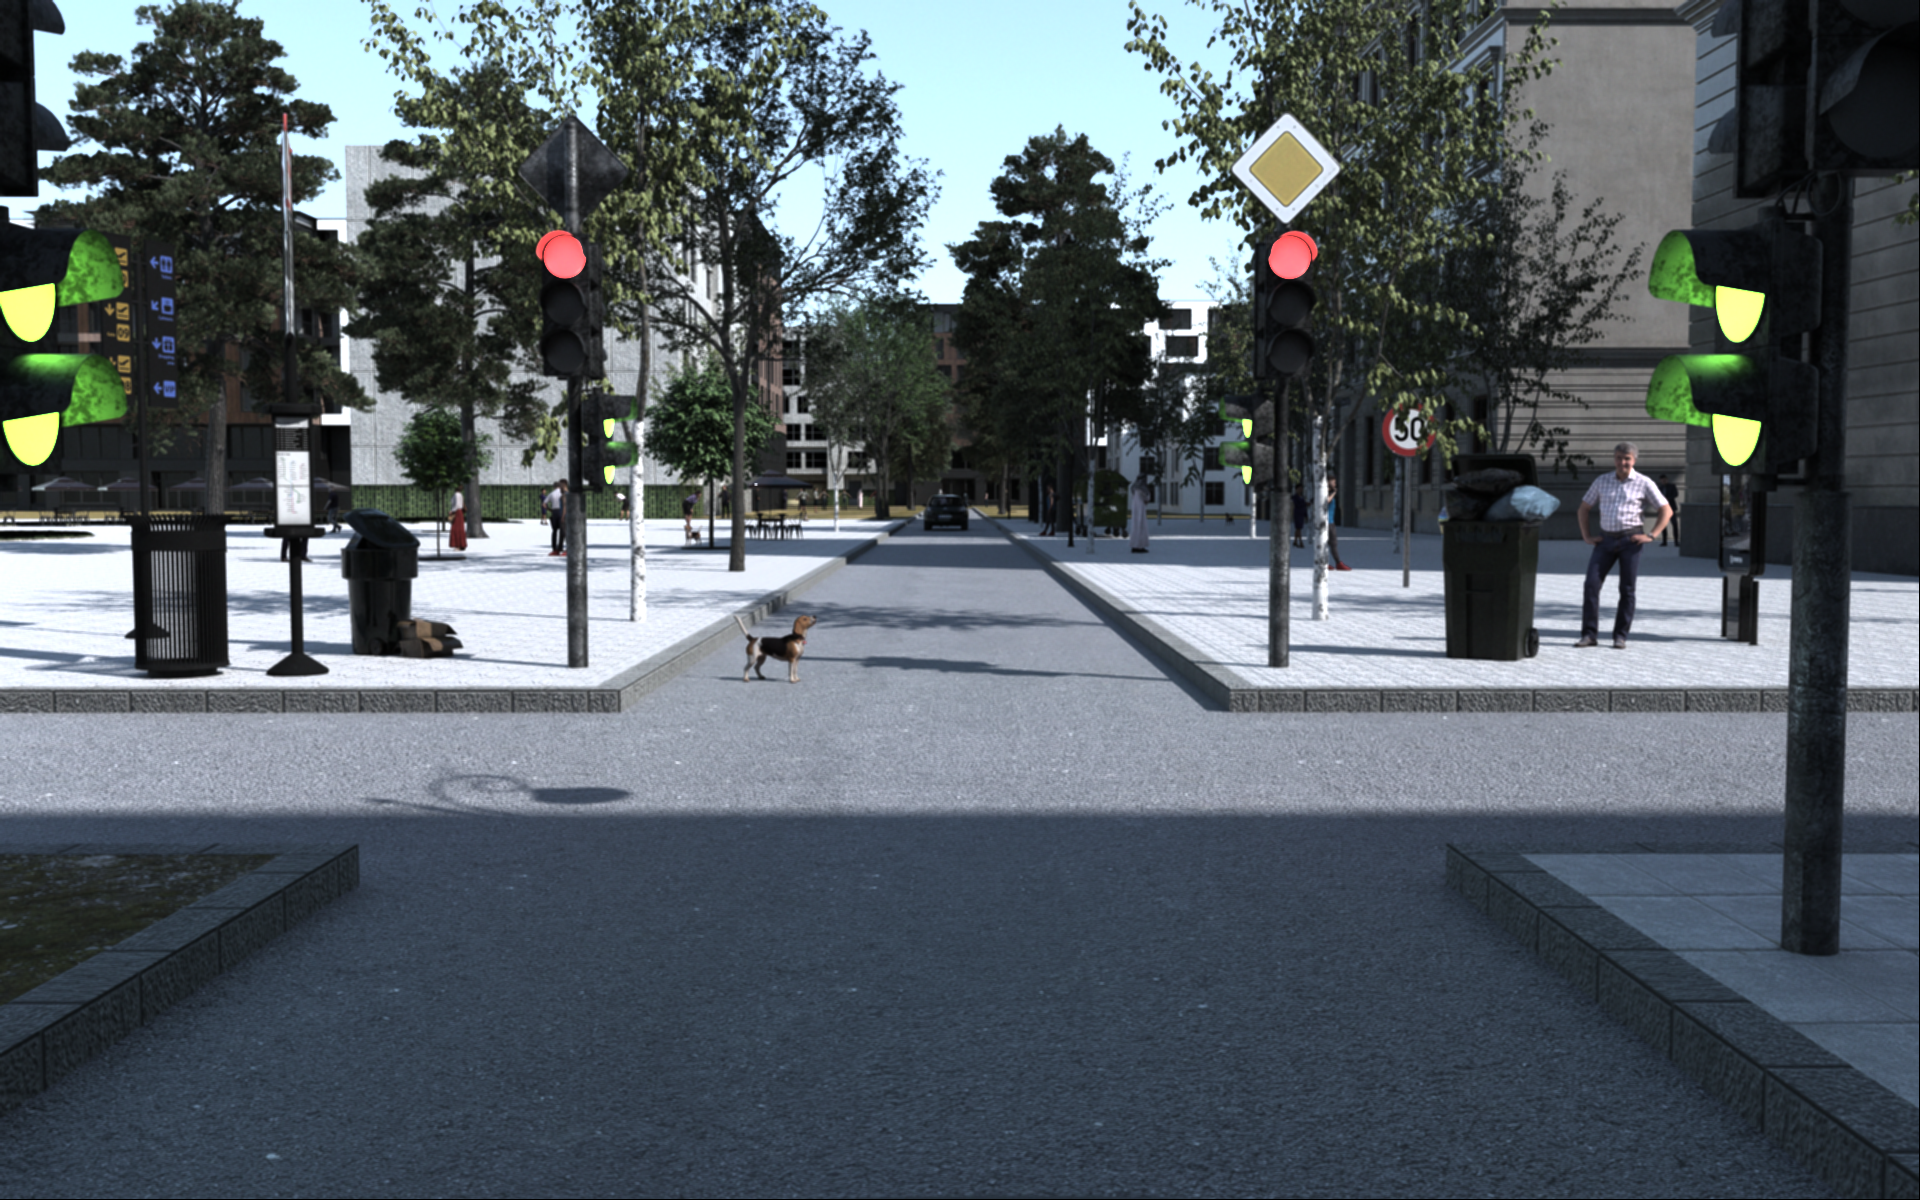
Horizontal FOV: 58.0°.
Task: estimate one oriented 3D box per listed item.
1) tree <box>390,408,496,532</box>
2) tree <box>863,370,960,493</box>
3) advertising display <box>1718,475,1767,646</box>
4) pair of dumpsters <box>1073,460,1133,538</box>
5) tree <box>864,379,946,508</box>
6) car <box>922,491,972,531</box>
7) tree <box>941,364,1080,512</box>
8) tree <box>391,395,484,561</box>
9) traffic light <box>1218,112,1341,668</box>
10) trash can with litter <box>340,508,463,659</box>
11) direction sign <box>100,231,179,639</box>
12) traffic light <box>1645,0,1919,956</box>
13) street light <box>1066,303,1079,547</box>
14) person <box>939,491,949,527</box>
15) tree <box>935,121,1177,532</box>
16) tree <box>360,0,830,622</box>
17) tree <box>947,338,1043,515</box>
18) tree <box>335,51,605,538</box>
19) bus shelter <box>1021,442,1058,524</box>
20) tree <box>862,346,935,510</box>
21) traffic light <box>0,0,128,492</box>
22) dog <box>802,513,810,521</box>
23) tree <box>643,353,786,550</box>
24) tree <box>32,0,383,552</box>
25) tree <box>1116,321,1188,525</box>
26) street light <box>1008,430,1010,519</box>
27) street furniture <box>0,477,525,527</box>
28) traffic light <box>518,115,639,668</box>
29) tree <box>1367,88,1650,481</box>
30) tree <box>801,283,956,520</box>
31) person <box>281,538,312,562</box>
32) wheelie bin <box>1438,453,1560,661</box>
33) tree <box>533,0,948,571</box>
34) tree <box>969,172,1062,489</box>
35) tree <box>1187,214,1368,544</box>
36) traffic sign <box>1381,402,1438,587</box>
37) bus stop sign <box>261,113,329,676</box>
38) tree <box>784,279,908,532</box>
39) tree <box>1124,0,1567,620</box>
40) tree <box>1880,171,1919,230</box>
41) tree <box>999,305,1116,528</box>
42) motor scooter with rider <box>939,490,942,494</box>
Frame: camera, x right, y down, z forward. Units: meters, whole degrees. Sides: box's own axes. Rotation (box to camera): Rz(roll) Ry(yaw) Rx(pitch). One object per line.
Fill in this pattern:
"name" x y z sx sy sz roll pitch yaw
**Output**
"tree" -17.668 -4.597 58.869 4.285 4.588 4.351 0 3 0
"tree" -4.564 -15.818 165.276 9.857 13.997 8.962 0 3 0
"advertising display" 6.800 -0.603 15.067 0.123 1.923 0.974 1 4 9
"pair of dumpsters" 4.238 -3.033 52.088 1.574 2.255 4.436 0 4 0
"tree" -4.945 -14.433 154.101 7.486 12.596 7.792 0 3 0
"car" -0.542 -3.651 69.480 2.009 1.686 4.222 0 4 1
"tree" 3.646 -13.183 125.914 12.009 13.543 11.850 0 3 0
"tree" -10.285 -2.391 33.694 1.663 3.219 1.824 0 3 0
"traffic light" 2.348 -1.438 12.752 0.839 4.213 0.868 0 4 0
"trash can with litter" -4.429 -0.151 13.849 1.055 1.170 0.624 2 4 28
"direction sign" -7.265 -1.431 15.396 0.379 3.537 0.876 1 4 17
"traffic light" 2.376 -0.949 4.767 0.839 4.213 0.868 0 4 0
"street light" 2.699 -4.232 41.977 0.468 5.910 1.993 0 4 0
"person" -0.701 -3.982 75.557 0.963 1.587 0.435 -1 4 -11
"tree" 3.273 -9.220 58.167 7.806 13.903 7.818 0 3 0
"tree" -3.489 -4.091 17.249 4.737 8.622 4.395 0 3 0
"tree" 2.724 -11.353 107.679 6.751 12.117 7.091 0 3 0
"tree" -14.255 -8.733 50.206 7.806 13.903 7.818 0 3 0
"bus shelter" 3.729 -5.316 78.192 1.731 3.624 6.357 0 4 0
"tree" -4.185 -14.131 138.466 7.806 13.903 7.818 0 3 0
"traffic light" -2.785 -0.947 4.733 0.839 4.213 0.868 0 4 0
"dog" -7.277 -3.953 82.370 0.550 0.427 0.748 2 4 31
"tree" -5.767 -3.465 40.359 4.285 4.588 4.351 0 3 0
"tree" -16.304 -7.076 37.745 6.751 12.117 7.091 0 3 0
"tree" 7.981 -7.388 71.157 4.360 8.622 3.978 0 3 0
"street light" 2.485 -7.019 87.547 0.468 5.910 1.993 0 4 0
"street furniture" -33.209 -4.249 74.495 27.439 1.986 14.083 -2 4 -28
"traffic light" -2.813 -1.436 12.718 0.839 4.213 0.868 0 4 0
"tree" 10.028 -4.973 31.675 4.360 8.622 3.978 0 3 0
"tree" -3.936 -9.717 84.629 9.928 11.665 9.643 0 3 0
"person" -12.535 -1.499 32.760 0.590 1.554 0.614 0 4 5
"wheelie bin" 4.173 -0.344 13.538 0.980 1.594 0.693 2 4 32
"tree" -3.449 -5.769 28.731 7.601 10.594 8.767 -3 5 -44
"tree" 2.635 -5.311 37.190 4.737 8.622 4.395 0 3 0
"tree" 8.807 -5.744 44.272 4.360 8.622 3.978 0 3 0
"traffic sign" 6.149 -1.449 23.791 0.768 2.556 0.104 0 4 1
"bus stop sign" -4.653 -1.428 12.054 0.416 3.939 0.855 -1 4 -21
"tree" -4.121 -6.631 58.787 4.360 8.622 3.978 0 3 0
"tree" 3.651 -4.085 17.160 4.737 8.622 4.395 0 3 0
"tree" 10.672 -4.049 16.556 4.737 8.622 4.395 0 3 0
"tree" 3.182 -7.067 65.915 4.360 8.622 3.978 0 3 0
"motor scooter with rider" -1.253 -6.647 117.635 0.876 1.779 1.986 0 4 1
